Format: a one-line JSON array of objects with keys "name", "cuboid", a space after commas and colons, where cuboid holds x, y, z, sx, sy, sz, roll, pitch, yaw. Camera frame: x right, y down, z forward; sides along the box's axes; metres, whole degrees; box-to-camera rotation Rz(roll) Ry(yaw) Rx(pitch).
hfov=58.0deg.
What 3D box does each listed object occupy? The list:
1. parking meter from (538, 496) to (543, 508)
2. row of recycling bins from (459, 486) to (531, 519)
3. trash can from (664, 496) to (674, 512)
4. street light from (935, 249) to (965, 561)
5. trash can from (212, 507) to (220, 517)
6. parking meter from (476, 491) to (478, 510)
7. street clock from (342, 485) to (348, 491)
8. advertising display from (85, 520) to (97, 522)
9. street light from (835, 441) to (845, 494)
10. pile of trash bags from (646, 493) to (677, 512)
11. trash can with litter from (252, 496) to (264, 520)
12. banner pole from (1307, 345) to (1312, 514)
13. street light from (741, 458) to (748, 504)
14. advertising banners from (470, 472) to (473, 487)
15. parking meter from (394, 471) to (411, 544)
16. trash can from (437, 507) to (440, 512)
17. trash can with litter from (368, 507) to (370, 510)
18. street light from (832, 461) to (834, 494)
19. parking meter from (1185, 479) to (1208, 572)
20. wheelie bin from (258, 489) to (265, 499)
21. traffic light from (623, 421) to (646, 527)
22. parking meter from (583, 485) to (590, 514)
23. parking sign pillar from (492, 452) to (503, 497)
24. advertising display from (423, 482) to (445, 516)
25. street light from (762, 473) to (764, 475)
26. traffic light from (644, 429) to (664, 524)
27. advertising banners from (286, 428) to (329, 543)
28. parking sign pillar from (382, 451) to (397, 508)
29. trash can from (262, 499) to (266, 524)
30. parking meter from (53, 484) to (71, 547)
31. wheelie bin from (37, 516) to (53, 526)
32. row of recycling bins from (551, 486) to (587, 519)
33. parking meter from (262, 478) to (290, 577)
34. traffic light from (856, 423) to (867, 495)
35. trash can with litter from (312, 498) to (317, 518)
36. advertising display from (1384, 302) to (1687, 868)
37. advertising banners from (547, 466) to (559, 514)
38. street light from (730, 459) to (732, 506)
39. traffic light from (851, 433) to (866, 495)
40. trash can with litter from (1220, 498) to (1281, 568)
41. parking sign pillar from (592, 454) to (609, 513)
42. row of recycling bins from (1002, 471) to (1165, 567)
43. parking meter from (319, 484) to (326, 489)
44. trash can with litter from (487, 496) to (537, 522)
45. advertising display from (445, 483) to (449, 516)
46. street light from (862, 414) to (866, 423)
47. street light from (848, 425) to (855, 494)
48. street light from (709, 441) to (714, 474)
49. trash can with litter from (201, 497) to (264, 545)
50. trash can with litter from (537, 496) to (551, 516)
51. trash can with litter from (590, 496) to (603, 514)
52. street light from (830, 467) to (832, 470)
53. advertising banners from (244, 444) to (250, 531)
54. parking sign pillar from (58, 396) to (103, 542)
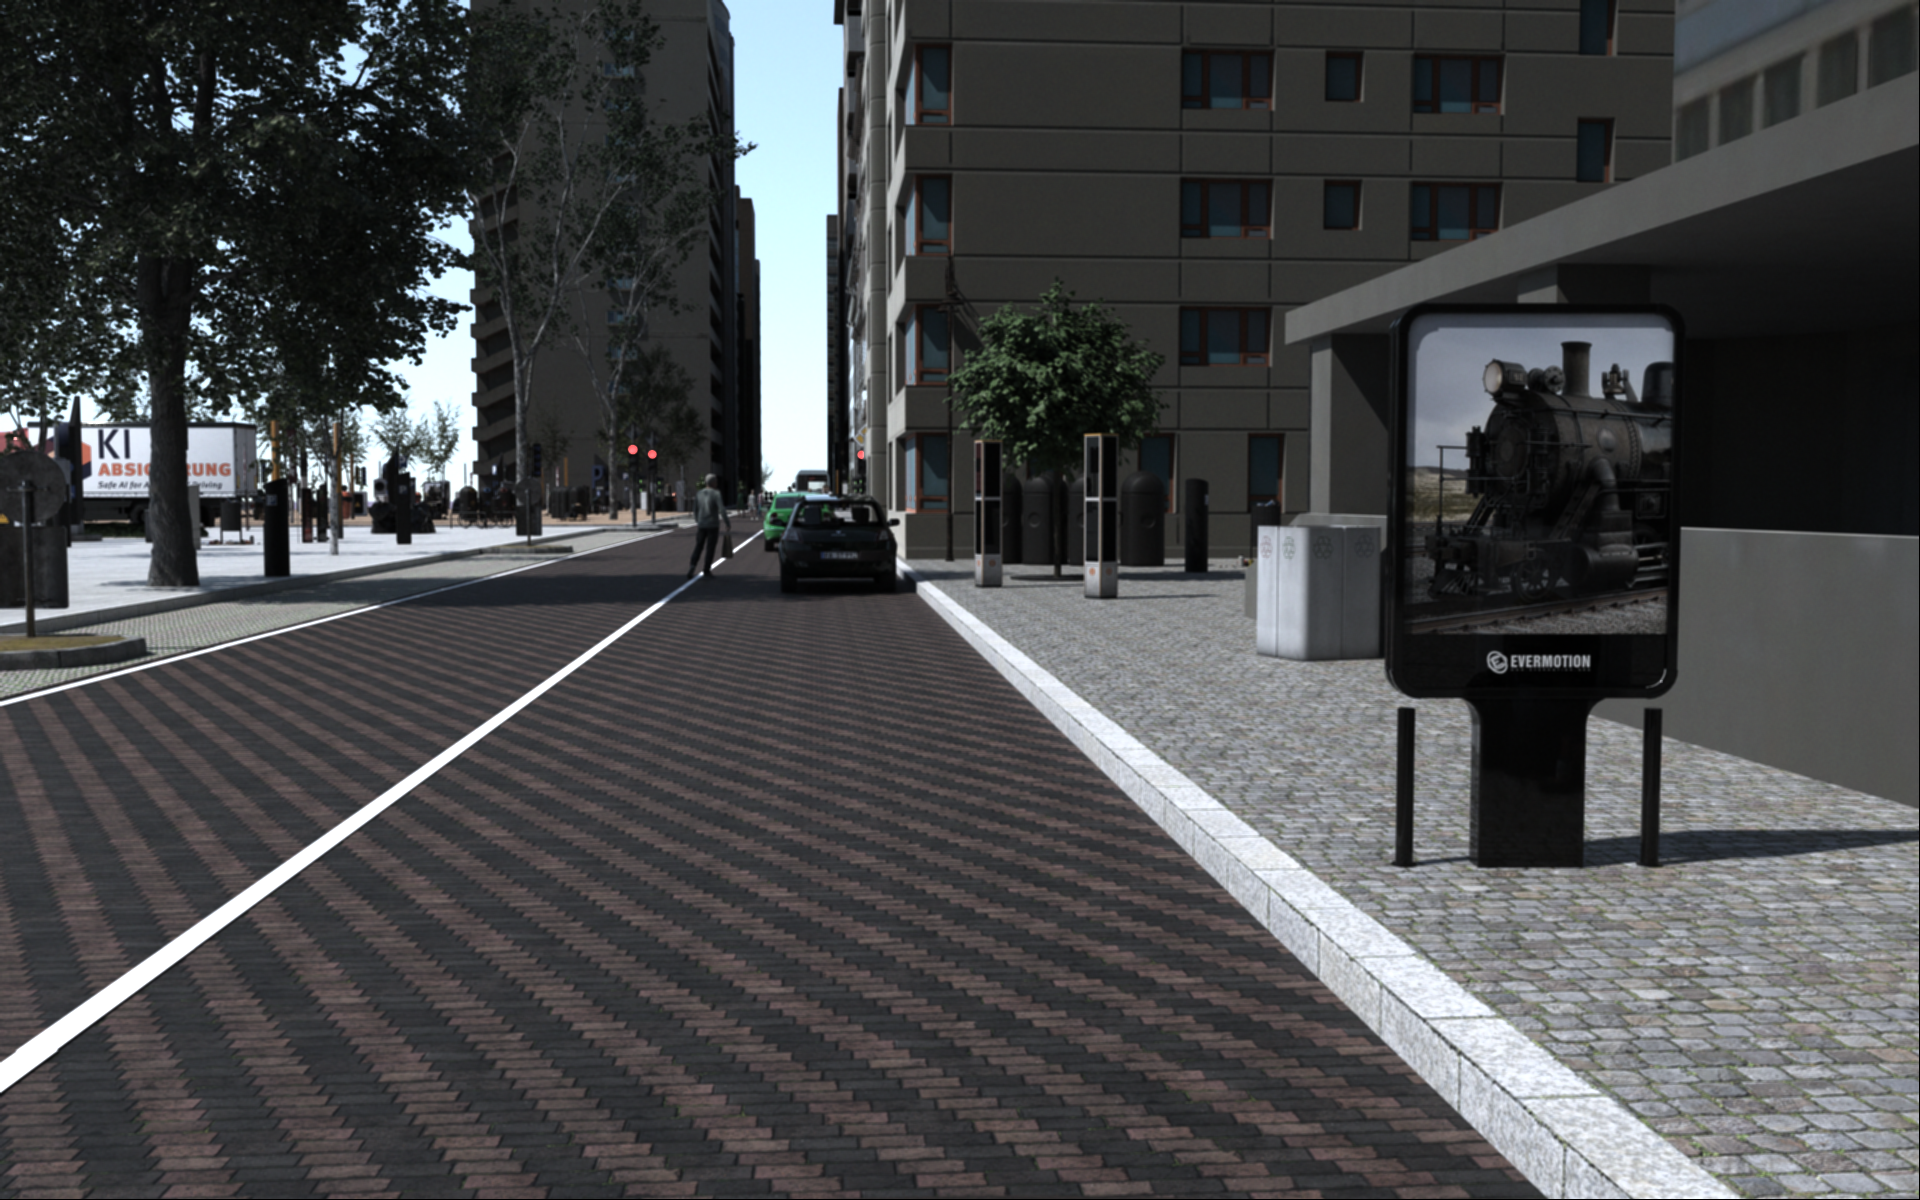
[{"name": "parking meter", "cuboid": [-34.319, -8.313, 141.624, 0.255, 1.863, 0.399, 1, 4, 23]}, {"name": "row of recycling bins", "cuboid": [-23.877, -5.007, 88.970, 3.534, 1.692, 1.069, -1, 4, -20]}, {"name": "trash can", "cuboid": [-20.925, -6.903, 124.520, 0.748, 1.137, 0.748, 0, 3, 0]}, {"name": "street light", "cuboid": [-0.196, -3.680, 32.952, 0.468, 5.910, 1.993, 0, 4, -5]}, {"name": "trash can", "cuboid": [-41.284, -5.184, 96.406, 0.748, 1.137, 0.748, 0, 3, 0]}, {"name": "parking meter", "cuboid": [-37.749, -7.735, 134.884, 0.372, 1.533, 0.369, 0, 3, 0]}, {"name": "street clock", "cuboid": [-49.614, -8.259, 139.596, 0.471, 2.002, 0.358, 0, 4, -1]}, {"name": "advertising display", "cuboid": [-40.331, -4.581, 80.114, 0.974, 1.923, 0.123, 1, 4, 17]}, {"name": "street light", "cuboid": [-10.891, -11.303, 157.587, 0.468, 5.910, 1.993, 0, 4, -5]}, {"name": "pile of trash bags", "cuboid": [-21.523, -7.166, 126.921, 1.912, 1.369, 3.447, 1, 4, 17]}, {"name": "trash can with litter", "cuboid": [-34.068, -4.470, 84.475, 1.055, 1.170, 0.624, 3, 5, 44]}, {"name": "banner pole", "cuboid": [5.503, -2.248, 26.768, 0.401, 3.779, 0.863, -1, 4, -12]}, {"name": "street light", "cuboid": [-27.591, -15.122, 220.039, 0.468, 5.910, 1.993, 0, 4, -5]}, {"name": "advertising banners", "cuboid": [-39.921, -8.821, 140.410, 0.090, 3.025, 2.074, -3, 4, -39]}, {"name": "parking meter", "cuboid": [-14.265, -2.361, 44.316, 0.399, 1.863, 0.255, -1, 4, -19]}, {"name": "trash can", "cuboid": [-32.842, -5.913, 108.339, 0.748, 1.137, 0.748, 0, 3, 0]}, {"name": "trash can with litter", "cuboid": [-47.341, -7.739, 137.921, 1.055, 1.170, 0.624, 1, 4, 23]}, {"name": "street light", "cuboid": [-13.654, -13.373, 191.434, 0.468, 5.910, 1.993, 0, 4, -5]}, {"name": "parking meter", "cuboid": [3.889, -1.226, 28.458, 0.372, 1.533, 0.369, 0, 3, 0]}, {"name": "wheelie bin", "cuboid": [-46.330, -6.517, 114.458, 0.693, 1.594, 0.980, 1, 4, 19]}, {"name": "traffic light", "cuboid": [-12.493, -4.742, 66.451, 0.839, 4.253, 0.868, 0, 4, -5]}, {"name": "parking meter", "cuboid": [-24.079, -6.476, 111.595, 0.399, 1.863, 0.255, 1, 4, 18]}, {"name": "parking sign pillar", "cuboid": [-29.667, -7.505, 111.172, 1.447, 3.967, 1.447, 0, 4, -2]}, {"name": "advertising display", "cuboid": [-27.726, -5.254, 91.118, 0.974, 1.923, 0.123, 0, 4, 1]}, {"name": "street light", "cuboid": [-34.475, -20.189, 302.880, 0.468, 5.910, 1.993, 0, 4, -5]}, {"name": "traffic light", "cuboid": [-13.165, -5.229, 74.408, 0.839, 4.253, 0.868, 0, 4, -5]}, {"name": "advertising banners", "cuboid": [-17.232, -3.028, 45.703, 0.090, 3.025, 2.074, 1, 4, 8]}, {"name": "parking sign pillar", "cuboid": [-35.281, -7.257, 107.129, 1.447, 3.967, 1.447, 0, 4, 7]}, {"name": "trash can", "cuboid": [-21.199, -2.564, 53.575, 0.748, 1.137, 0.748, 0, 3, 0]}, {"name": "parking meter", "cuboid": [-21.663, -2.040, 41.766, 0.372, 1.533, 0.369, 0, 3, 0]}, {"name": "wheelie bin", "cuboid": [-25.388, -2.456, 48.066, 0.980, 1.594, 0.693, 0, 4, -4]}, {"name": "row of recycling bins", "cuboid": [-20.438, -5.087, 90.291, 1.069, 1.692, 3.534, -2, 4, -33]}, {"name": "parking meter", "cuboid": [-10.678, -1.140, 27.043, 0.372, 1.533, 0.369, 0, 3, 0]}, {"name": "traffic light", "cuboid": [-3.614, -4.789, 67.215, 0.839, 4.253, 0.868, 0, 4, -5]}, {"name": "trash can with litter", "cuboid": [-34.049, -4.913, 91.716, 1.055, 1.170, 0.624, -1, 4, -8]}, {"name": "advertising display", "cuboid": [1.956, -0.044, 5.931, 0.974, 1.923, 0.123, 0, 4, 0]}, {"name": "advertising banners", "cuboid": [-25.877, -6.977, 110.254, 0.090, 3.025, 2.074, -2, 4, -33]}, {"name": "street light", "cuboid": [-24.526, -12.995, 185.249, 0.468, 5.910, 1.993, 0, 4, -5]}, {"name": "traffic light", "cuboid": [-4.286, -5.275, 75.171, 0.839, 4.253, 0.868, 0, 4, -5]}, {"name": "trash can with litter", "cuboid": [5.774, -1.192, 30.548, 2.233, 1.210, 1.678, 1, 4, 16]}, {"name": "parking sign pillar", "cuboid": [-24.097, -7.806, 116.102, 1.447, 3.967, 1.447, 3, 4, 36]}, {"name": "row of recycling bins", "cuboid": [2.003, -1.482, 31.337, 3.534, 1.692, 1.069, 2, 4, 24]}, {"name": "parking meter", "cuboid": [-35.323, -5.527, 96.080, 0.399, 1.863, 0.255, 1, 4, 16]}, {"name": "trash can with litter", "cuboid": [-21.192, -4.263, 80.758, 2.233, 1.210, 1.678, -2, 4, -29]}, {"name": "advertising display", "cuboid": [-30.283, -5.930, 102.172, 0.123, 1.923, 0.974, -1, 4, -8]}, {"name": "street light", "cuboid": [-4.382, -6.659, 81.660, 0.468, 5.910, 1.993, 0, 4, -5]}, {"name": "street light", "cuboid": [-7.238, -8.753, 115.905, 0.468, 5.910, 1.993, 0, 4, -5]}, {"name": "street light", "cuboid": [-21.713, -10.925, 151.406, 0.468, 5.910, 1.993, 0, 4, -5]}, {"name": "trash can with litter", "cuboid": [-18.875, -2.018, 44.044, 2.233, 1.210, 1.678, 0, 4, 3]}, {"name": "trash can with litter", "cuboid": [-24.724, -5.565, 102.051, 1.678, 1.210, 2.233, 2, 4, 25]}, {"name": "trash can with litter", "cuboid": [-23.854, -6.209, 112.897, 0.624, 1.170, 1.055, 3, 5, 40]}, {"name": "street light", "cuboid": [-16.503, -15.472, 225.750, 0.468, 5.910, 1.993, 0, 4, -5]}, {"name": "advertising banners", "cuboid": [-25.014, -3.946, 60.709, 0.090, 3.025, 2.074, -1, 4, -19]}, {"name": "parking sign pillar", "cuboid": [-24.055, -3.570, 46.847, 1.447, 3.967, 1.447, -1, 4, -20]}]
